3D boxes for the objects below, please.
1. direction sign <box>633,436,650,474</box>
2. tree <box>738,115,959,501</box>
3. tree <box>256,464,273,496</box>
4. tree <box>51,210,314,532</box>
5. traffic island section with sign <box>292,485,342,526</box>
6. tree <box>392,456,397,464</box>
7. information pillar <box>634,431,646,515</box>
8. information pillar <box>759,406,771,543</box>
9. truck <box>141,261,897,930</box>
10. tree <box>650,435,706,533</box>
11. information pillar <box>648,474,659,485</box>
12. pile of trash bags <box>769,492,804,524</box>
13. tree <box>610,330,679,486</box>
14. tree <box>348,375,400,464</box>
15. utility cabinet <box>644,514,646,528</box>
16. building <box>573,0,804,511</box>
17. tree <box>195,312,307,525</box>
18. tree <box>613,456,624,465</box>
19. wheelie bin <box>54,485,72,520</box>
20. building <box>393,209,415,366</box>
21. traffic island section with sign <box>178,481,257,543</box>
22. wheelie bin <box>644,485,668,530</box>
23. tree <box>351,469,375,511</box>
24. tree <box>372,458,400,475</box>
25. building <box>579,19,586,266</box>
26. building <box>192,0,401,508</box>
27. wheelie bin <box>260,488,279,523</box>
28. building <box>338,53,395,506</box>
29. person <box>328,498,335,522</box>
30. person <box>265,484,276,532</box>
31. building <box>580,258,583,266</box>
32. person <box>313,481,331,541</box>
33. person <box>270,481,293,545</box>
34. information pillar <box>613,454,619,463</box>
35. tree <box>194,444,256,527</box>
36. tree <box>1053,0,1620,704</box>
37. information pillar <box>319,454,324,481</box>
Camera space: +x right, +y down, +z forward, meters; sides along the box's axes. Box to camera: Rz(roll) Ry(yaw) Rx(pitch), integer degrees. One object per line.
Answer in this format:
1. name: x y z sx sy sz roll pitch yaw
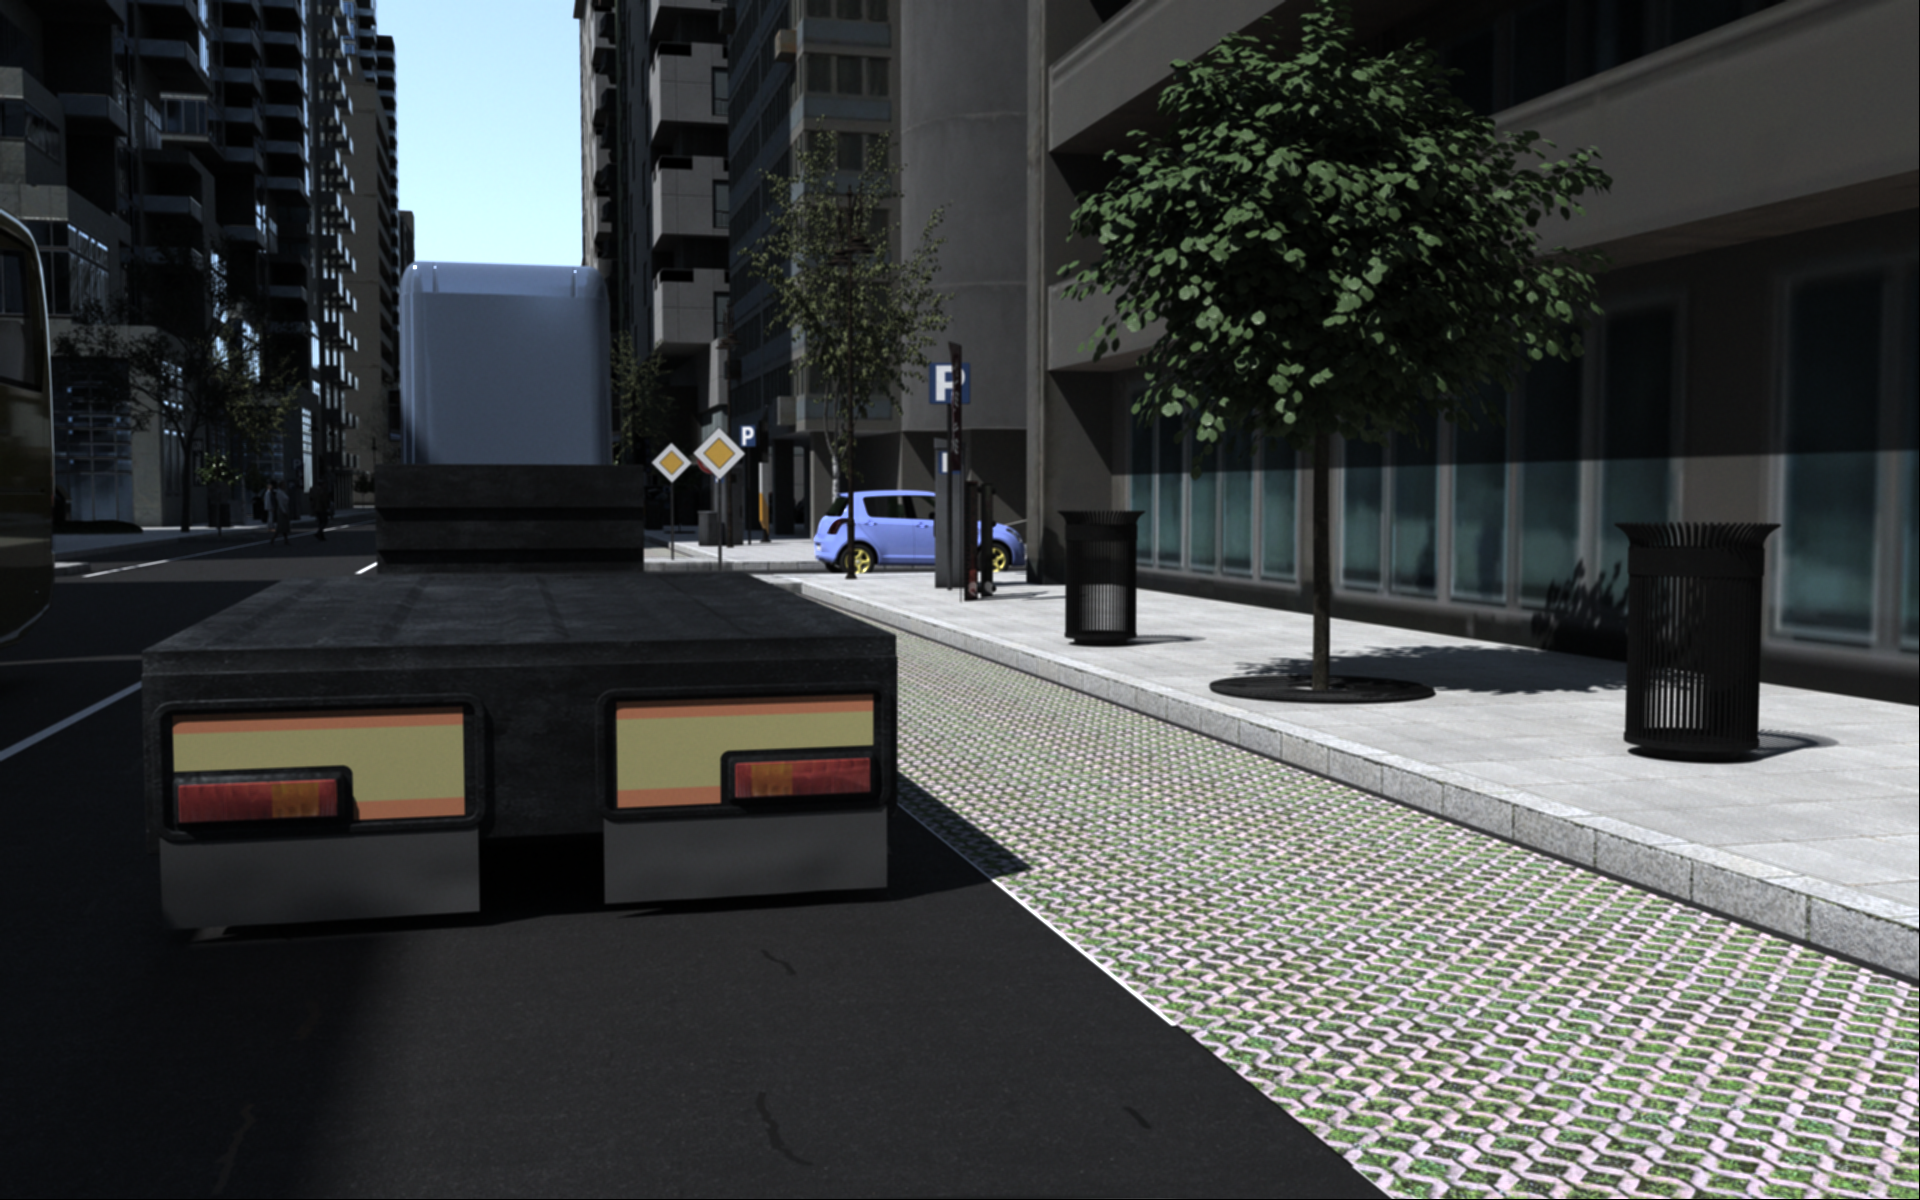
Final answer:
1. direction sign: -12.471 -4.640 67.854 0.379 3.537 0.876 3 4 37
2. tree: -2.269 -5.160 34.736 4.737 8.622 4.395 0 3 0
3. tree: -40.024 -6.335 98.178 1.663 3.219 1.824 0 3 0
4. tree: -25.977 -7.537 57.635 8.767 10.594 7.601 -1 4 -21
5. traffic island section with sign: -29.055 -4.261 78.290 1.989 1.847 2.006 -1 4 -14
6. tree: -61.060 -14.805 192.423 4.737 8.622 4.395 0 3 0
7. information pillar: -11.868 -4.456 64.207 0.183 3.616 0.504 3 5 44
8. information pillar: -5.182 -3.330 45.808 0.183 3.616 0.504 1 4 15
9. truck: -3.797 -1.524 14.670 2.967 4.110 18.799 -1 4 -15
10. tree: -9.088 -3.802 56.761 1.663 3.219 1.824 0 3 0
11. information pillar: -11.159 -3.582 63.060 0.304 2.012 0.304 -3 4 -36
12. pile of trash bags: -7.772 -4.371 81.225 1.912 1.369 3.447 -3 5 -43
13. tree: -14.371 -7.763 77.295 4.737 8.622 4.395 0 3 0
14. tree: -57.541 -16.357 177.802 12.009 13.543 11.850 0 3 0
15. utility cabinet: -11.728 -3.300 65.115 1.020 1.237 0.306 -2 4 -30
16. building: -22.100 -35.410 168.195 28.713 52.752 27.495 -1 4 -14
17. tree: -29.199 -7.377 70.975 4.737 8.622 4.395 0 3 0
18. tree: -17.175 -5.636 86.748 1.663 3.219 1.824 0 3 0
19. wheelie bin: -30.145 -3.057 57.891 0.693 1.594 0.980 0 4 -8
20. building: -83.424 -34.122 241.485 14.154 41.232 14.086 -1 4 -14
21. traffic island section with sign: -22.328 -2.664 52.185 1.989 1.847 2.006 -1 4 -14
22. wheelie bin: -10.940 -3.312 62.051 0.980 1.594 0.693 -1 4 -10
23. tree: -45.228 -8.375 131.525 1.663 3.219 1.824 0 3 0
24. tree: -51.905 -10.643 157.719 4.285 4.588 4.351 0 3 0
25. building: -41.254 -48.333 228.500 20.563 71.187 20.611 -1 4 -14
26. building: -80.903 -55.341 217.488 22.319 86.520 31.000 -1 4 -14
27. wheelie bin: -30.645 -4.226 77.005 0.693 1.594 0.980 0 4 -1
28. building: -75.164 -34.820 193.015 21.300 48.544 21.600 -1 4 -14
29. person: -32.074 -4.599 88.370 0.352 1.250 0.332 0 4 3
30. person: -26.276 -3.506 66.005 0.419 1.800 0.721 -2 4 -31
31. building: -42.278 -34.339 253.321 32.217 40.220 23.993 -1 4 -14
32. person: -19.602 -2.740 53.217 0.656 1.842 0.836 0 4 5
33. person: -18.979 -2.424 48.360 0.641 1.798 0.478 0 4 8
34. information pillar: -20.183 -6.732 101.422 0.504 3.616 0.183 -3 5 -40
35. tree: -28.481 -4.419 66.849 1.663 3.219 1.824 0 3 0
36. tree: 2.306 -1.683 11.226 4.285 4.588 4.351 0 3 0
37. information pillar: -37.556 -6.761 101.890 0.183 3.616 0.504 0 4 4
